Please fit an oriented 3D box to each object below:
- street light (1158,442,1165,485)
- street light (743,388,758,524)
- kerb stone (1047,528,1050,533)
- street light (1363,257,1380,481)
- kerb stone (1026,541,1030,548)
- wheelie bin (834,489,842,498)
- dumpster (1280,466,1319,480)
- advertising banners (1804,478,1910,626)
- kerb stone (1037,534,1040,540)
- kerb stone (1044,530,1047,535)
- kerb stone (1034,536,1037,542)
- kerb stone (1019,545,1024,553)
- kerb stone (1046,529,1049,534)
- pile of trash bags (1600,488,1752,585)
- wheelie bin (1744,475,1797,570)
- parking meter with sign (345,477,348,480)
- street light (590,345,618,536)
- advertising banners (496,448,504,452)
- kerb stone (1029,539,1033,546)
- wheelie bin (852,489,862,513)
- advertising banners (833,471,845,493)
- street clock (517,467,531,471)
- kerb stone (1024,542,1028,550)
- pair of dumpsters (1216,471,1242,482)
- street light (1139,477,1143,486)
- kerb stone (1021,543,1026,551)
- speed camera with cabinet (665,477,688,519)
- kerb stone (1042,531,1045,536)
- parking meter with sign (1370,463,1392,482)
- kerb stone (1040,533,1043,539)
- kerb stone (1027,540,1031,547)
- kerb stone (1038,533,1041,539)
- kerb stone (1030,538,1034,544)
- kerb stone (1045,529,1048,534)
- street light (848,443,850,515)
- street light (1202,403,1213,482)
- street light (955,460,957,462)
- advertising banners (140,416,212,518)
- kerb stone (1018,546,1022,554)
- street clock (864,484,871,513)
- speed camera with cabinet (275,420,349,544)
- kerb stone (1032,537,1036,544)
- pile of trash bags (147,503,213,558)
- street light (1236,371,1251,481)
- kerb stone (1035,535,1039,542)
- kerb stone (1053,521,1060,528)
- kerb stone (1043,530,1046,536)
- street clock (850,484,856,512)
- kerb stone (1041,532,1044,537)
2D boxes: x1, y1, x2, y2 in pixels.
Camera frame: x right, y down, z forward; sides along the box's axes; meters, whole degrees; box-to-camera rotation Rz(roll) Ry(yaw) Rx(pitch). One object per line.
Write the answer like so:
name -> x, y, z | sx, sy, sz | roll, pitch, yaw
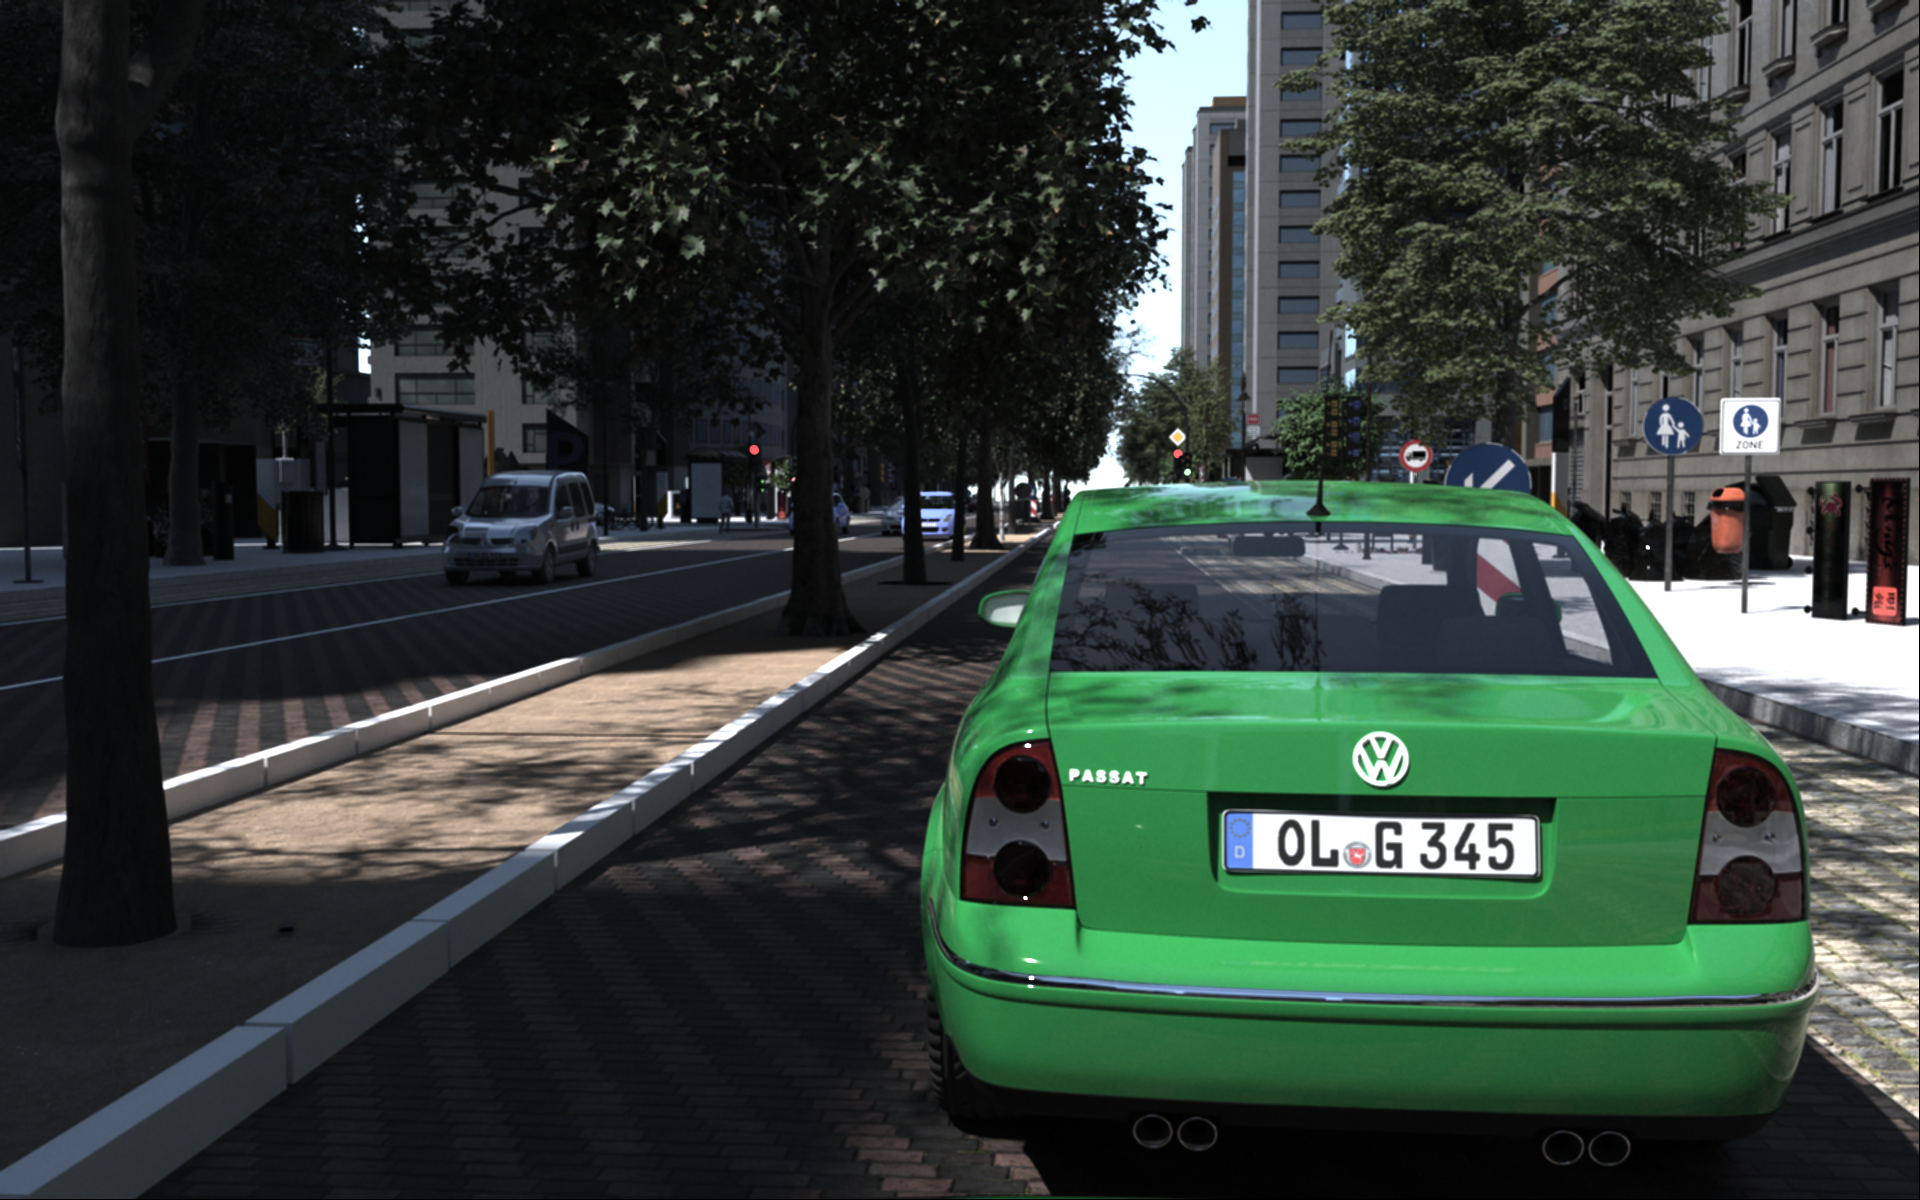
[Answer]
street light -> 17.435, -10.706, 147.827 | 0.468, 5.910, 1.993 | 0, 4, 5
street light -> -9.139, -6.267, 75.248 | 0.468, 5.910, 1.993 | 0, 4, 5
kerb stone -> 2.992, -2.366, 60.884 | 0.120, 0.150, 1.000 | 0, 4, 5
street light -> 7.988, -3.733, 33.828 | 0.468, 5.910, 1.993 | 0, 4, 5
kerb stone -> 1.657, -1.367, 44.539 | 0.120, 0.150, 1.000 | 0, 4, 5
wheelie bin -> -8.265, -6.626, 116.238 | 0.693, 1.594, 0.980 | 0, 4, 6
dumpster -> 10.499, -3.105, 53.265 | 1.502, 2.255, 1.985 | 0, 4, 4
advertising banners -> 9.105, -1.272, 16.991 | 0.090, 3.025, 2.074 | -1, 4, -14
kerb stone -> 2.232, -1.803, 51.681 | 0.120, 0.150, 1.000 | 0, 4, 5
kerb stone -> 2.744, -2.173, 57.826 | 0.120, 0.150, 1.000 | 0, 4, 5
kerb stone -> 2.058, -1.678, 49.639 | 0.120, 0.150, 1.000 | 0, 4, 5
kerb stone -> 1.394, -1.178, 41.483 | 0.120, 0.150, 1.000 | 0, 4, 5
kerb stone -> 2.909, -2.304, 59.864 | 0.120, 0.150, 1.000 | 0, 4, 5
pile of trash bags -> 10.821, -0.979, 25.755 | 1.912, 1.369, 3.447 | 0, 3, 0
wheelie bin -> 13.719, -1.320, 29.488 | 0.980, 1.594, 0.693 | -2, 4, -30
parking meter with sign -> -27.824, -5.090, 79.485 | 1.738, 3.016, 0.543 | 3, 5, 42
street light -> -10.974, -4.937, 53.501 | 0.468, 5.910, 1.993 | 0, 4, 5
advertising banners -> -17.606, -4.193, 64.742 | 0.090, 3.025, 2.074 | 1, 4, 18
kerb stone -> 1.811, -1.486, 46.578 | 0.120, 0.150, 1.000 | 0, 4, 5
wheelie bin -> -6.898, -6.625, 116.227 | 0.693, 1.594, 0.980 | -1, 4, -14
advertising banners -> -9.829, -8.409, 133.676 | 2.074, 3.025, 0.090 | -1, 4, -19
street clock -> -11.711, -2.571, 46.608 | 0.471, 2.002, 0.358 | -1, 4, -17
kerb stone -> 1.562, -1.299, 43.521 | 0.120, 0.150, 1.000 | 0, 4, 5
pair of dumpsters -> 11.859, -4.503, 76.115 | 1.574, 2.255, 4.437 | 0, 4, 5
street light -> 25.381, -16.633, 244.736 | 0.468, 5.910, 1.993 | 0, 4, 5
kerb stone -> 1.478, -1.239, 42.502 | 0.120, 0.150, 1.000 | 0, 4, 5
speed camera with cabinet -> -14.620, -5.942, 91.488 | 0.660, 3.252, 2.038 | 3, 5, 44
kerb stone -> 2.565, -2.055, 55.789 | 0.120, 0.150, 1.000 | 0, 4, 5
parking meter with sign -> 23.191, -6.143, 96.698 | 1.738, 3.016, 0.543 | 1, 4, 17
kerb stone -> 2.404, -1.929, 53.735 | 0.120, 0.150, 1.000 | 0, 4, 5
kerb stone -> 1.731, -1.429, 45.558 | 0.120, 0.150, 1.000 | 0, 4, 5
kerb stone -> 2.326, -1.866, 52.711 | 0.120, 0.150, 1.000 | 0, 4, 5
kerb stone -> 1.893, -1.554, 47.597 | 0.120, 0.150, 1.000 | 0, 4, 5
kerb stone -> 2.820, -2.232, 58.846 | 0.120, 0.150, 1.000 | 0, 4, 5
street light -> -6.779, -8.118, 105.511 | 0.468, 5.910, 1.993 | 0, 4, 5
street light -> 12.313, -6.953, 86.465 | 0.468, 5.910, 1.993 | 0, 4, 5
street light -> -0.335, -12.889, 183.519 | 0.468, 5.910, 1.993 | 0, 4, 5
advertising banners -> -17.789, -2.626, 39.123 | 0.090, 3.025, 2.074 | 3, 5, 43
kerb stone -> 1.303, -1.115, 40.462 | 0.120, 0.150, 1.000 | 0, 4, 5
street clock -> -6.390, -7.061, 120.017 | 0.471, 2.002, 0.358 | 0, 4, -4
speed camera with cabinet -> -16.864, -3.094, 44.920 | 2.038, 3.252, 0.660 | -3, 5, -42
kerb stone -> 1.979, -1.614, 48.620 | 0.120, 0.150, 1.000 | 0, 4, 5
pile of trash bags -> -17.015, -1.603, 35.965 | 3.447, 1.369, 1.912 | 1, 4, 16
street light -> 10.612, -5.638, 64.961 | 0.468, 5.910, 1.993 | 0, 4, 5
kerb stone -> 2.152, -1.741, 50.661 | 0.120, 0.150, 1.000 | 0, 4, 5
kerb stone -> 4.305, -3.339, 76.789 | 0.120, 0.150, 1.000 | 0, 4, 5
kerb stone -> 2.660, -2.117, 56.807 | 0.120, 0.150, 1.000 | 0, 4, 5
street clock -> -7.811, -7.438, 126.188 | 0.358, 2.002, 0.471 | -3, 4, -36
kerb stone -> 2.489, -1.986, 54.764 | 0.120, 0.150, 1.000 | 0, 4, 5
